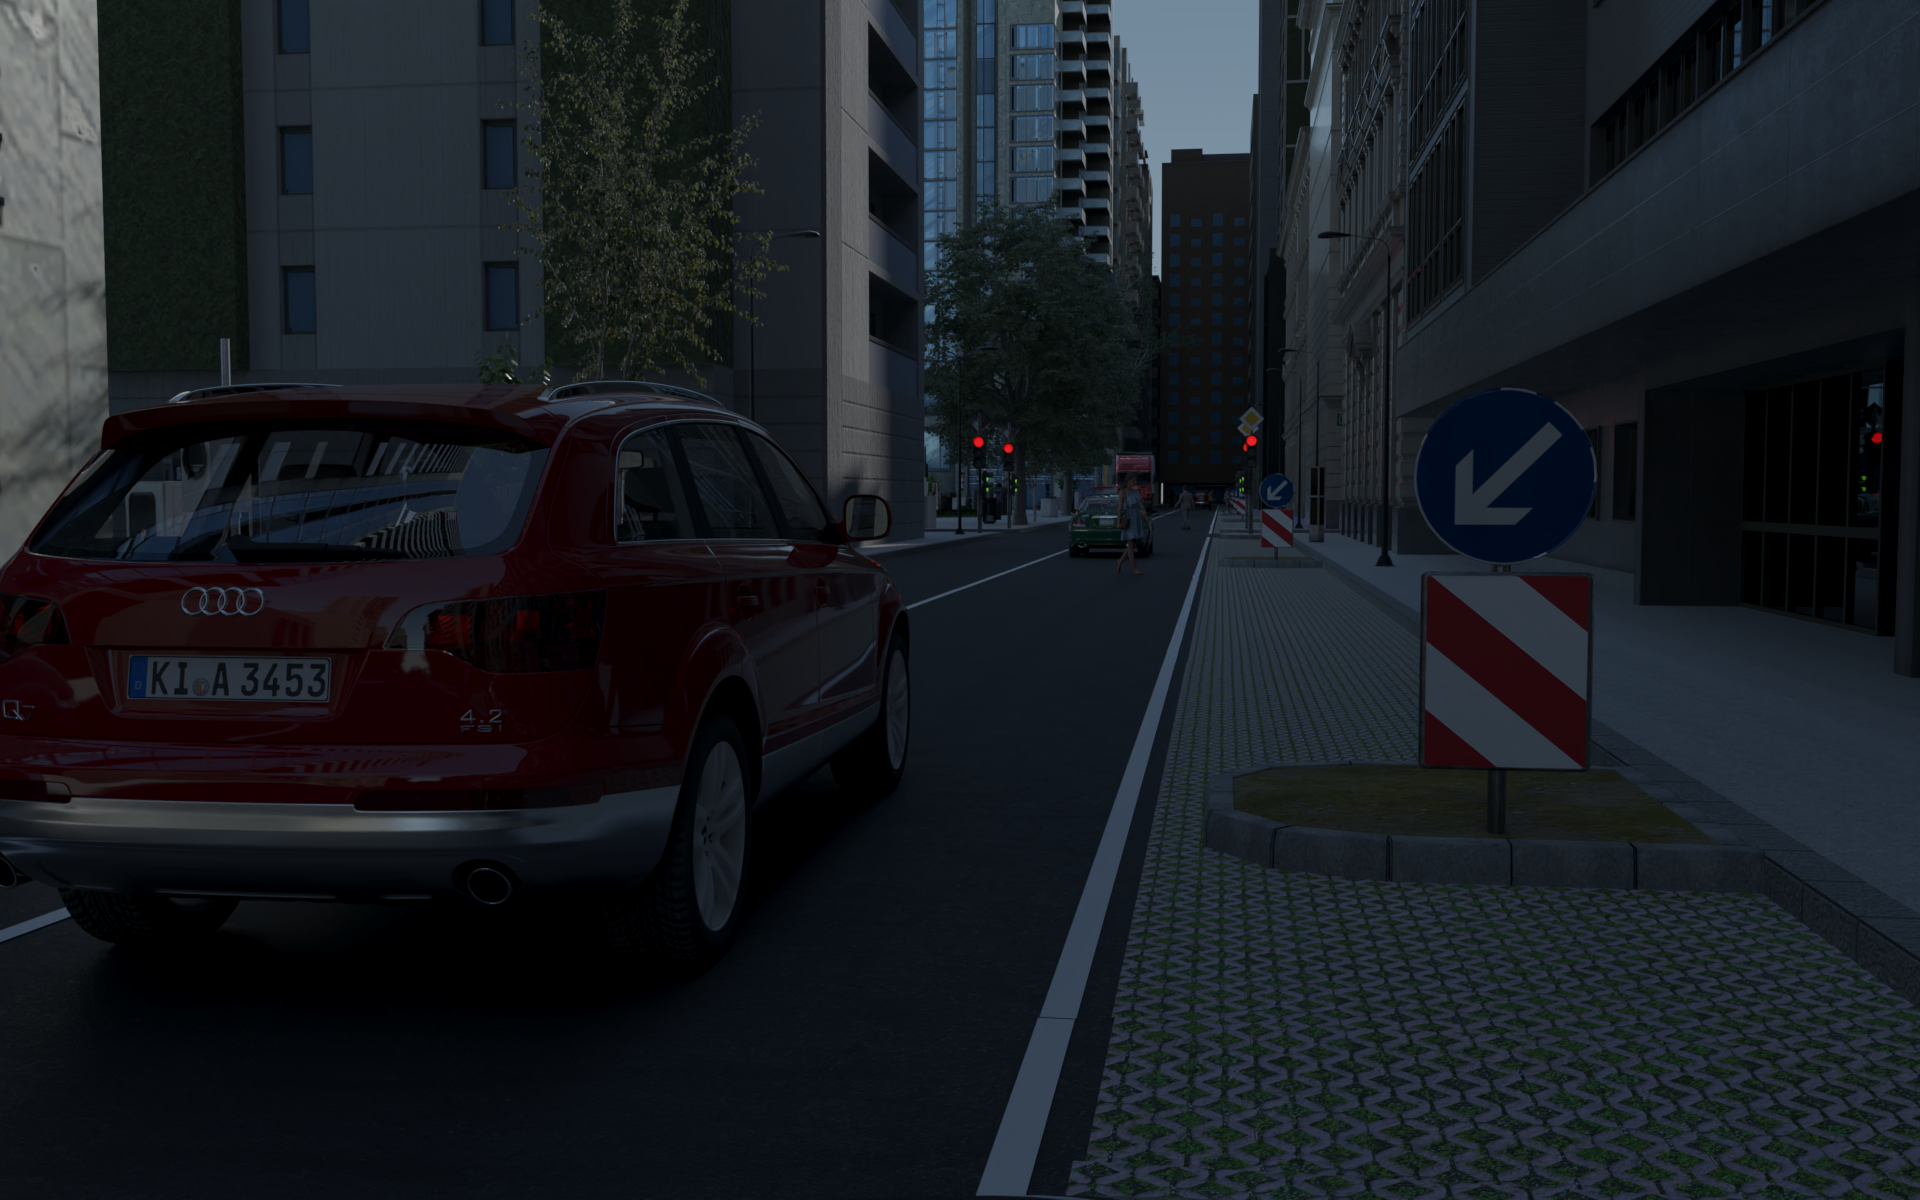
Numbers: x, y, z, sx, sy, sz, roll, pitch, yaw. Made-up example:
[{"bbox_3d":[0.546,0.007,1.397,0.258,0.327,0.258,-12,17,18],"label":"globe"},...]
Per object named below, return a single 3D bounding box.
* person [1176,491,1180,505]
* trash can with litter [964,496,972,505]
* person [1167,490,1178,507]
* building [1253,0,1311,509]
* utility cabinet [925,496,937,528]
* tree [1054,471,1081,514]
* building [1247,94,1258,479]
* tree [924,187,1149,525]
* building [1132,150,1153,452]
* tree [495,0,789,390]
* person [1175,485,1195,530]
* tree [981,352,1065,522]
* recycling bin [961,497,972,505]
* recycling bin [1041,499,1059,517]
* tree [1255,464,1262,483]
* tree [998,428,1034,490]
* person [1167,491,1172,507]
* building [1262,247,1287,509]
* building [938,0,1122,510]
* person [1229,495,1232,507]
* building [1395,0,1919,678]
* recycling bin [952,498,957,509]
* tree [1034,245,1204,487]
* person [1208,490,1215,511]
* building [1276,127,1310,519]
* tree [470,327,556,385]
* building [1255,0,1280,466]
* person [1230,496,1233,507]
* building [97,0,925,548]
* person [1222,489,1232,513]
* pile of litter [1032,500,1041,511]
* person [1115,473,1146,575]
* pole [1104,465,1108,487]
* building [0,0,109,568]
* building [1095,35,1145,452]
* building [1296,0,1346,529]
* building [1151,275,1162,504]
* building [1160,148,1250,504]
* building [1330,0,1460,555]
[{"bbox_3d":[26.240,-12.241,209.171,0.617,1.759,0.750,3,4,37],"label":"person"},{"bbox_3d":[0.870,-7.525,134.414,1.055,1.170,0.624,-1,4,-17],"label":"trash can with litter"},{"bbox_3d":[22.835,-10.867,186.196,1.348,1.821,0.705,2,4,33],"label":"person"},{"bbox_3d":[36.092,-43.549,150.274,20.563,71.187,20.611,1,4,9],"label":"building"},{"bbox_3d":[-1.202,-3.320,65.445,0.306,1.237,1.020,1,4,20],"label":"utility cabinet"},{"bbox_3d":[6.989,-7.121,111.027,1.663,3.219,1.824,0,3,0],"label":"tree"},{"bbox_3d":[44.196,-35.221,199.569,21.300,48.544,21.600,1,4,9],"label":"building"},{"bbox_3d":[2.387,-10.090,71.621,9.857,13.997,8.962,0,3,0],"label":"tree"},{"bbox_3d":[15.988,-32.087,208.209,14.086,41.232,14.154,1,4,9],"label":"building"},{"bbox_3d":[-4.848,-4.576,25.183,4.360,8.622,3.978,0,3,0],"label":"tree"},{"bbox_3d":[9.026,-3.700,69.273,0.678,1.792,0.850,-2,4,-25],"label":"person"},{"bbox_3d":[3.263,-7.888,79.329,4.737,8.622,4.395,0,3,0],"label":"tree"},{"bbox_3d":[0.540,-7.744,139.176,0.722,1.027,0.722,1,4,20],"label":"recycling bin"},{"bbox_3d":[4.939,-5.065,95.371,0.722,1.027,0.722,3,5,43],"label":"recycling bin"},{"bbox_3d":[25.410,-9.594,140.568,4.285,4.588,4.351,0,3,0],"label":"tree"},{"bbox_3d":[4.503,-10.294,118.671,4.360,8.622,3.978,0,3,0],"label":"tree"},{"bbox_3d":[23.131,-11.117,190.273,0.705,1.822,1.348,2,4,35],"label":"person"},{"bbox_3d":[28.990,-18.299,128.868,12.332,23.373,15.834,1,4,9],"label":"building"},{"bbox_3d":[3.750,-51.487,154.490,22.319,86.520,31.000,1,4,9],"label":"building"},{"bbox_3d":[26.856,-9.906,170.462,1.348,1.824,0.705,-3,4,-39],"label":"person"},{"bbox_3d":[13.595,-12.225,18.942,14.314,24.678,30.058,1,4,9],"label":"building"},{"bbox_3d":[-0.572,-6.487,118.609,0.722,1.027,0.722,0,4,-2],"label":"recycling bin"},{"bbox_3d":[11.639,-16.836,131.161,12.611,20.169,13.585,0,3,0],"label":"tree"},{"bbox_3d":[21.031,-8.348,145.081,0.705,1.812,1.348,-1,4,-13],"label":"person"},{"bbox_3d":[26.313,-16.787,110.629,11.583,22.565,21.152,1,4,9],"label":"building"},{"bbox_3d":[-5.333,-1.567,20.222,1.663,3.219,1.824,0,3,0],"label":"tree"},{"bbox_3d":[40.578,-38.695,174.668,21.231,58.520,28.212,1,4,9],"label":"building"},{"bbox_3d":[29.353,-10.888,187.239,1.217,1.743,0.721,3,4,38],"label":"person"},{"bbox_3d":[-15.549,-30.856,46.499,28.212,58.520,21.231,1,4,9],"label":"building"},{"bbox_3d":[20.158,-7.463,130.620,0.850,1.850,0.679,-1,4,-10],"label":"person"},{"bbox_3d":[6.428,-7.360,134.299,1.719,0.858,1.176,0,4,0],"label":"pile of litter"},{"bbox_3d":[2.976,-1.358,30.790,0.616,1.811,0.778,-2,4,-35],"label":"person"},{"bbox_3d":[9.838,-7.517,116.741,0.158,3.312,0.155,0,3,0],"label":"pole"},{"bbox_3d":[-19.648,-42.063,0.395,22.319,86.520,31.000,1,4,9],"label":"building"},{"bbox_3d":[8.228,-34.640,185.978,23.786,49.044,30.456,1,4,9],"label":"building"},{"bbox_3d":[35.746,-17.777,67.076,44.131,29.872,17.030,1,4,9],"label":"building"},{"bbox_3d":[19.686,-28.004,229.566,14.107,30.474,14.160,1,4,9],"label":"building"},{"bbox_3d":[33.685,-35.285,227.026,14.200,45.320,14.600,1,4,9],"label":"building"},{"bbox_3d":[15.367,-13.179,44.355,11.050,23.489,19.941,1,4,9],"label":"building"}]
